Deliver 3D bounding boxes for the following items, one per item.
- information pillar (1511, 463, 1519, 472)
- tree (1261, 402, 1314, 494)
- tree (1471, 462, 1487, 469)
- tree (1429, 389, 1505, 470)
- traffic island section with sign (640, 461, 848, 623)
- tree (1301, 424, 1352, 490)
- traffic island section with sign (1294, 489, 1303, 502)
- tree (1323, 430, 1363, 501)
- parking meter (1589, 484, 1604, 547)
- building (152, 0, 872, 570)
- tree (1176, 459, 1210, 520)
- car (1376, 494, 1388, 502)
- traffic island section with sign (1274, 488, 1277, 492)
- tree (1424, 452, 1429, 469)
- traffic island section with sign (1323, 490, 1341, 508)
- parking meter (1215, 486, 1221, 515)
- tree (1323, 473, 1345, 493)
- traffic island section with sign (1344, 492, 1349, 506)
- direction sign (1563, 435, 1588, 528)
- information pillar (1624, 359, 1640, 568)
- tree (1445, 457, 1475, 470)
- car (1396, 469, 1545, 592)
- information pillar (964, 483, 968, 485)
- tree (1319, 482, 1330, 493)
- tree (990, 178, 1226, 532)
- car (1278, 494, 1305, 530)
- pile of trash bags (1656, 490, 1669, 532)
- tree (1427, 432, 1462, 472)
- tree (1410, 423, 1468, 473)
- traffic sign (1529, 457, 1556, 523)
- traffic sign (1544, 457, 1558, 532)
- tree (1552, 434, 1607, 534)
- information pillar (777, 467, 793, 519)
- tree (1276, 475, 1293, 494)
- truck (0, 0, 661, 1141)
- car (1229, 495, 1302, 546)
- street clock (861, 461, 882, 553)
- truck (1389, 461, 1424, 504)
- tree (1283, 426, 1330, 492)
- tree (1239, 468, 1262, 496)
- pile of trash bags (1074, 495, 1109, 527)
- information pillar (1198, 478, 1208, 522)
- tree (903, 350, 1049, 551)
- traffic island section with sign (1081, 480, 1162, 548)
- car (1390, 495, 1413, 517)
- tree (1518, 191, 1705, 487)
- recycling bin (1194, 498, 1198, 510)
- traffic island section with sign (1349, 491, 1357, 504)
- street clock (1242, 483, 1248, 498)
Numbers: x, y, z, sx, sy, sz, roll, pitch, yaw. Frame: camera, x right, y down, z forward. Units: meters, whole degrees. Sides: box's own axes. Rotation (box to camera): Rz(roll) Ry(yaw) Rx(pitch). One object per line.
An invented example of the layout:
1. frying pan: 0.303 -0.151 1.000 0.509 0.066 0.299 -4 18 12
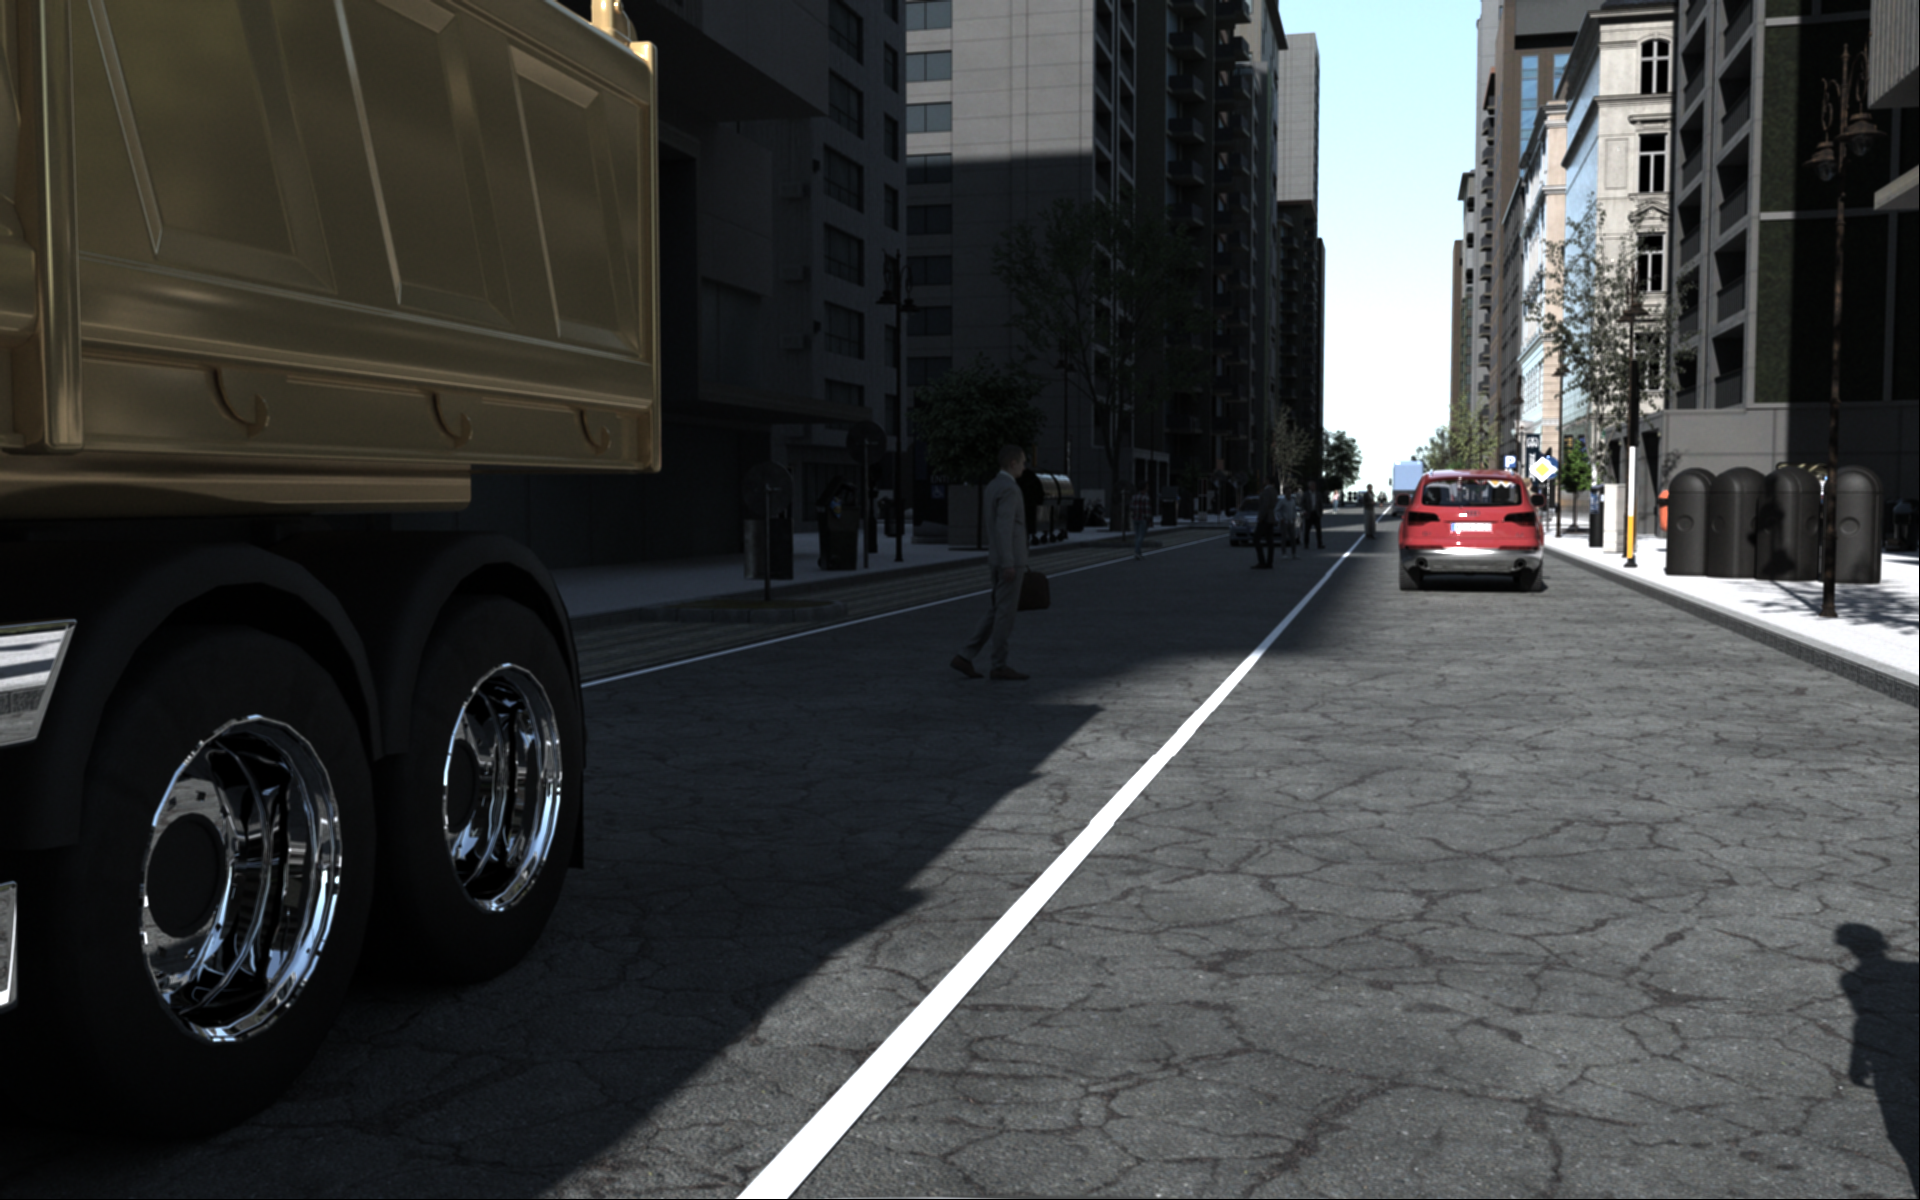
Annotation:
1. information pillar: 34.523 -7.131 107.942 0.504 3.616 0.183 1 4 9
2. tree: 25.751 -11.463 137.789 4.360 8.622 3.978 0 3 0
3. tree: 31.286 -6.749 104.954 1.663 3.219 1.824 0 3 0
4. tree: 35.609 -10.406 120.494 4.737 8.622 4.395 0 3 0
5. traffic island section with sign: -2.389 -0.698 20.044 1.989 1.847 2.006 1 4 14
6. tree: 47.847 -17.851 226.271 7.601 10.594 8.767 2 4 32
7. traffic island section with sign: 24.859 -7.232 126.874 1.989 1.847 2.006 1 4 14
8. tree: 67.380 -23.684 305.362 7.486 12.596 7.792 0 3 0
9. parking meter: 15.408 -2.044 41.831 0.372 1.533 0.369 0 3 0
10. building: -18.181 -26.691 25.640 28.713 52.752 27.495 1 4 14
11. tree: 11.652 -5.668 87.273 1.663 3.219 1.824 0 3 0
12. car: 73.756 -17.880 302.563 2.015 1.641 3.980 1 4 13
13. traffic island section with sign: 18.106 -5.613 100.406 1.989 1.847 2.006 1 4 14
14. tree: 59.228 -16.041 212.637 4.737 8.622 4.395 0 3 0
15. traffic island section with sign: 37.170 -10.185 175.148 1.989 1.847 2.006 1 4 14
16. parking meter: 15.918 -6.191 106.926 0.399 1.863 0.255 0 4 6
17. tree: 55.979 -16.870 259.529 4.285 4.588 4.351 0 3 0
18. traffic island section with sign: 43.916 -11.805 201.632 1.989 1.847 2.006 1 4 14
19. direction sign: 23.471 -4.533 66.115 0.876 3.537 0.379 1 4 14
20. information pillar: 11.817 -2.387 30.385 0.183 3.616 0.504 2 4 28
21. tree: 44.136 -10.326 152.535 4.285 4.588 4.351 0 3 0
22. car: 7.930 -1.117 26.944 2.281 1.827 5.304 1 4 16
23. information pillar: 0.206 -6.171 92.247 0.183 3.616 0.504 3 5 43
24. tree: 52.151 -15.399 246.371 1.663 3.219 1.824 0 3 0
25. tree: 5.138 -8.129 58.671 9.928 11.665 9.643 0 3 0
26. car: 12.579 -3.565 68.069 2.009 1.686 4.222 1 4 13
27. pile of trash bags: 16.895 -1.755 38.454 3.447 1.369 1.912 -1 4 -22
28. tree: 56.991 -15.407 202.270 4.360 8.622 3.978 0 3 0
29. tree: 63.286 -17.996 228.643 8.767 10.594 7.601 1 4 15
30. traffic sign: 17.968 -3.199 53.486 0.795 2.450 0.064 1 4 19
31. traffic sign: 20.014 -3.597 58.920 0.768 2.556 0.104 1 4 19
32. tree: 19.971 -3.776 56.346 1.663 3.219 1.824 0 3 0
33. information pillar: -4.689 -2.566 46.439 0.304 2.012 0.304 2 4 34
34. tree: 29.939 -10.130 160.228 1.663 3.219 1.824 0 3 0
35. truck: -3.324 -0.361 1.819 3.469 3.379 9.791 1 4 12
36. car: 8.686 -2.265 49.038 2.014 1.417 4.499 1 4 15
37. street clock: -1.923 -2.022 37.629 0.358 2.002 0.471 2 4 33
38. truck: 35.064 -8.871 134.800 2.967 4.110 18.799 1 4 13
39. tree: 39.225 -14.849 193.138 4.737 8.622 4.395 0 3 0
40. tree: 19.407 -7.481 116.912 1.663 3.219 1.824 0 3 0
41. pile of trash bags: 4.644 -3.618 68.906 1.912 1.369 3.447 -1 4 -10
42. information pillar: 11.275 -4.645 80.435 0.304 2.012 0.304 -2 4 -29
43. tree: 0.365 -3.423 39.678 4.285 4.588 4.351 0 3 0
44. traffic island section with sign: 4.408 -2.327 46.672 1.989 1.847 2.006 1 4 14
45. car: 28.835 -6.080 111.776 2.083 1.381 4.827 1 4 13
46. tree: 16.058 -5.668 43.030 4.360 8.622 3.978 0 3 0
47. recycling bin: 14.752 -6.000 110.652 0.722 1.027 0.722 -1 4 -20
48. traffic island section with sign: 57.392 -15.036 254.459 1.989 1.847 2.006 1 4 14
49. street clock: 18.493 -6.591 112.330 0.358 2.002 0.471 3 4 37
